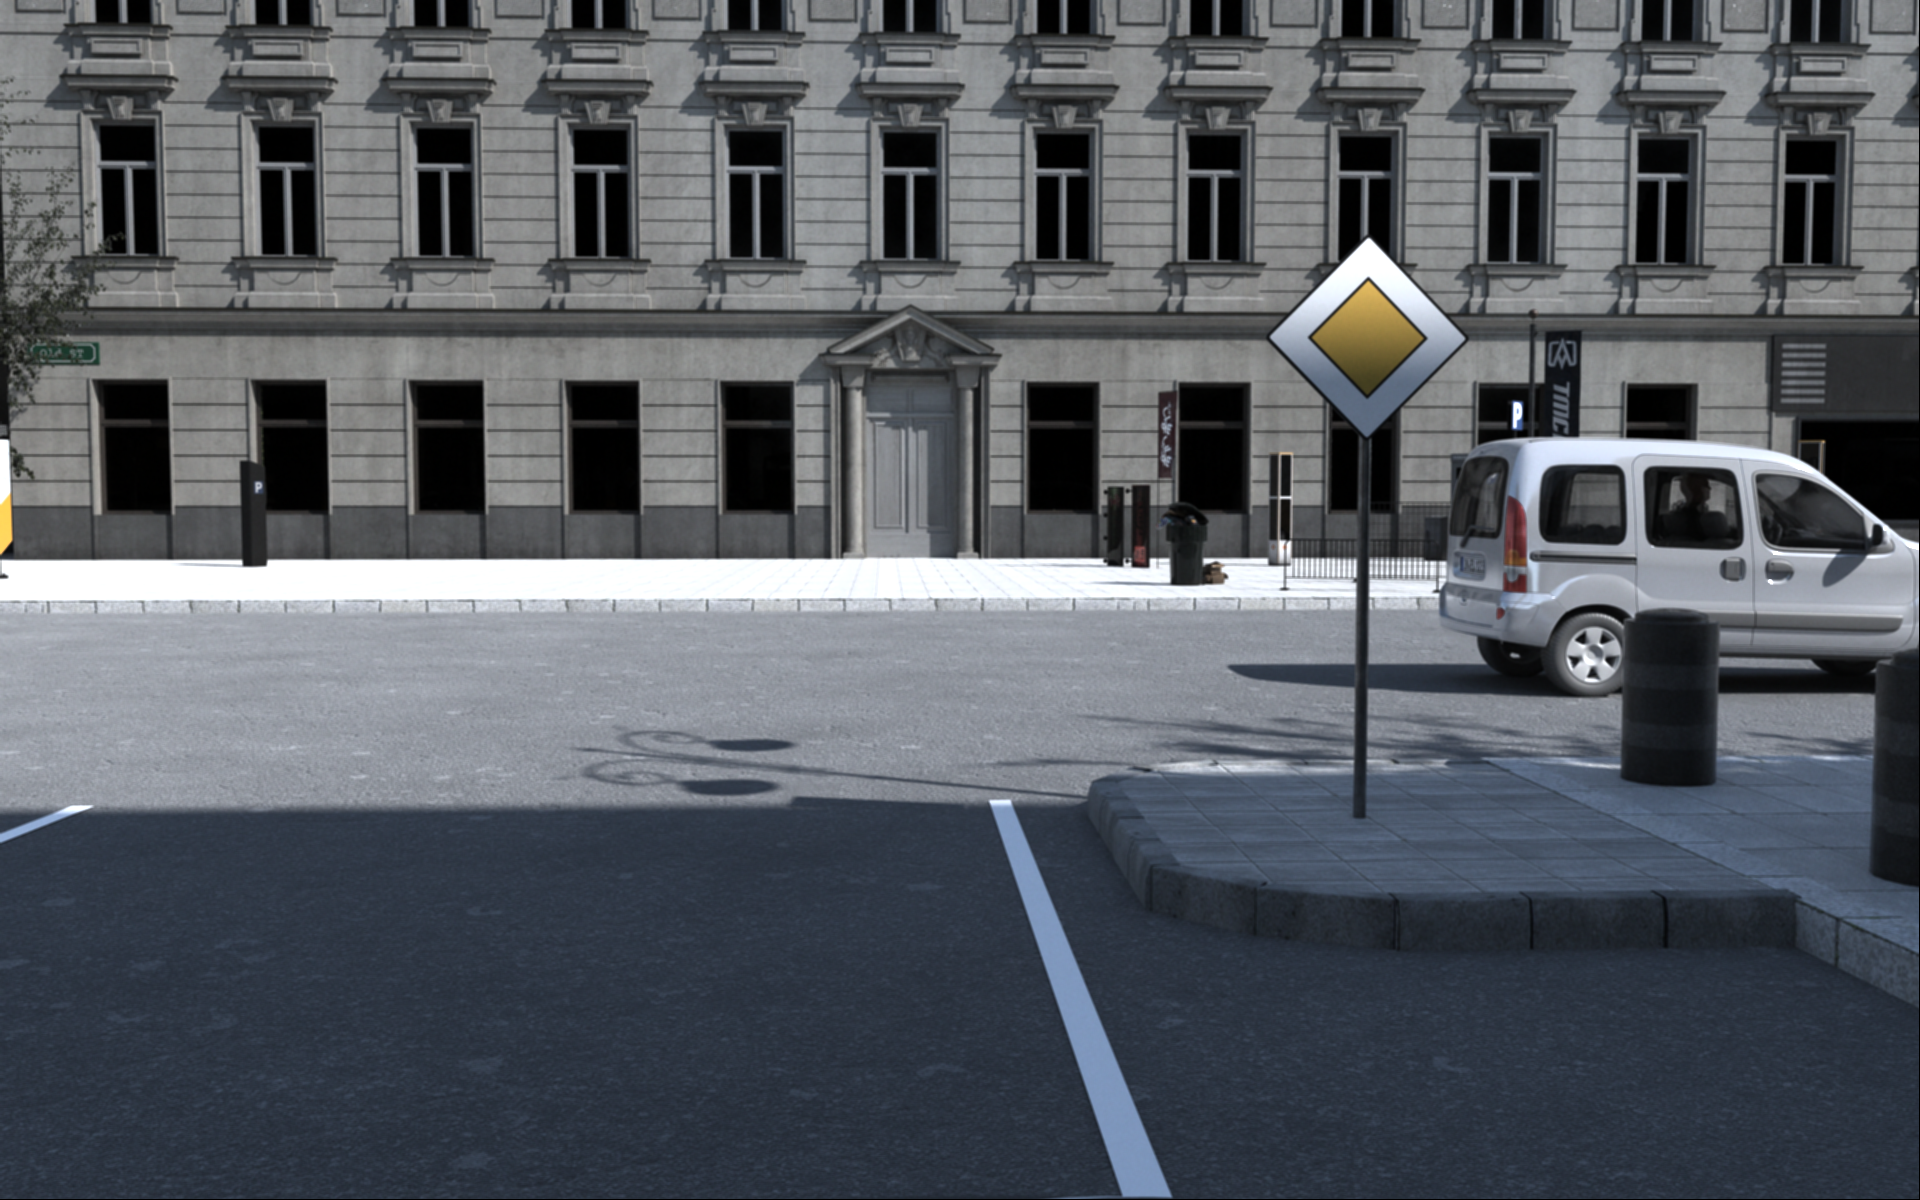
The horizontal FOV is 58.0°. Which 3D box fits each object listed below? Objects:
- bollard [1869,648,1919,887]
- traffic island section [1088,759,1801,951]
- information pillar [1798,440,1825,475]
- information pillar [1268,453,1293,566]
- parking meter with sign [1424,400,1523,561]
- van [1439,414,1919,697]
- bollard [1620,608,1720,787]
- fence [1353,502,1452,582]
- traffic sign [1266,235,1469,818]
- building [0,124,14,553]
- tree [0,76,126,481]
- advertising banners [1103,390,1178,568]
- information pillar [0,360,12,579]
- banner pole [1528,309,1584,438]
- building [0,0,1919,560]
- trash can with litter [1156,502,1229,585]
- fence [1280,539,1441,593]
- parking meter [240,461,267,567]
[{"bbox_3d":[3.268,0.547,5.771,0.404,0.777,0.398,0,3,0],"label":"bollard"},{"bbox_3d":[1.605,0.942,6.886,2.009,0.180,2.903,0,4,-2],"label":"traffic island section"},{"bbox_3d":[11.697,-1.184,23.851,0.304,2.012,0.304,2,4,33],"label":"information pillar"},{"bbox_3d":[5.725,-1.618,30.949,0.304,2.012,0.304,-2,4,-27],"label":"information pillar"},{"bbox_3d":[9.747,-2.247,33.007,1.738,3.016,0.543,3,4,39],"label":"parking meter with sign"},{"bbox_3d":[5.780,-0.365,12.977,4.112,2.044,2.013,0,4,-2],"label":"van"},{"bbox_3d":[3.182,0.425,7.766,0.404,0.777,0.398,0,3,0],"label":"bollard"},{"bbox_3d":[6.870,-0.845,25.011,2.264,1.192,0.480,1,4,18],"label":"fence"},{"bbox_3d":[1.582,-0.194,6.808,0.795,2.450,0.064,0,4,-2],"label":"traffic sign"},{"bbox_3d":[-30.568,-12.289,37.090,21.152,22.565,11.583,0,4,-2],"label":"building"},{"bbox_3d":[-17.205,-4.891,30.333,4.360,8.622,3.978,0,3,0],"label":"tree"},{"bbox_3d":[3.142,-2.081,30.209,0.090,3.025,2.074,-2,4,-30],"label":"advertising banners"},{"bbox_3d":[-14.612,-2.132,26.219,0.183,3.616,0.504,1,4,12],"label":"information pillar"},{"bbox_3d":[7.973,-2.046,23.469,0.863,3.779,0.401,2,4,27],"label":"banner pole"},{"bbox_3d":[2.751,-16.208,41.421,44.131,29.872,17.030,0,4,-2],"label":"building"},{"bbox_3d":[3.320,-0.808,24.599,0.624,1.170,1.055,3,5,43],"label":"trash can with litter"},{"bbox_3d":[5.294,-0.459,22.888,2.069,0.683,0.278,1,4,17],"label":"fence"},{"bbox_3d":[-12.496,-1.526,30.658,0.255,1.863,0.399,1,4,20],"label":"parking meter"}]
